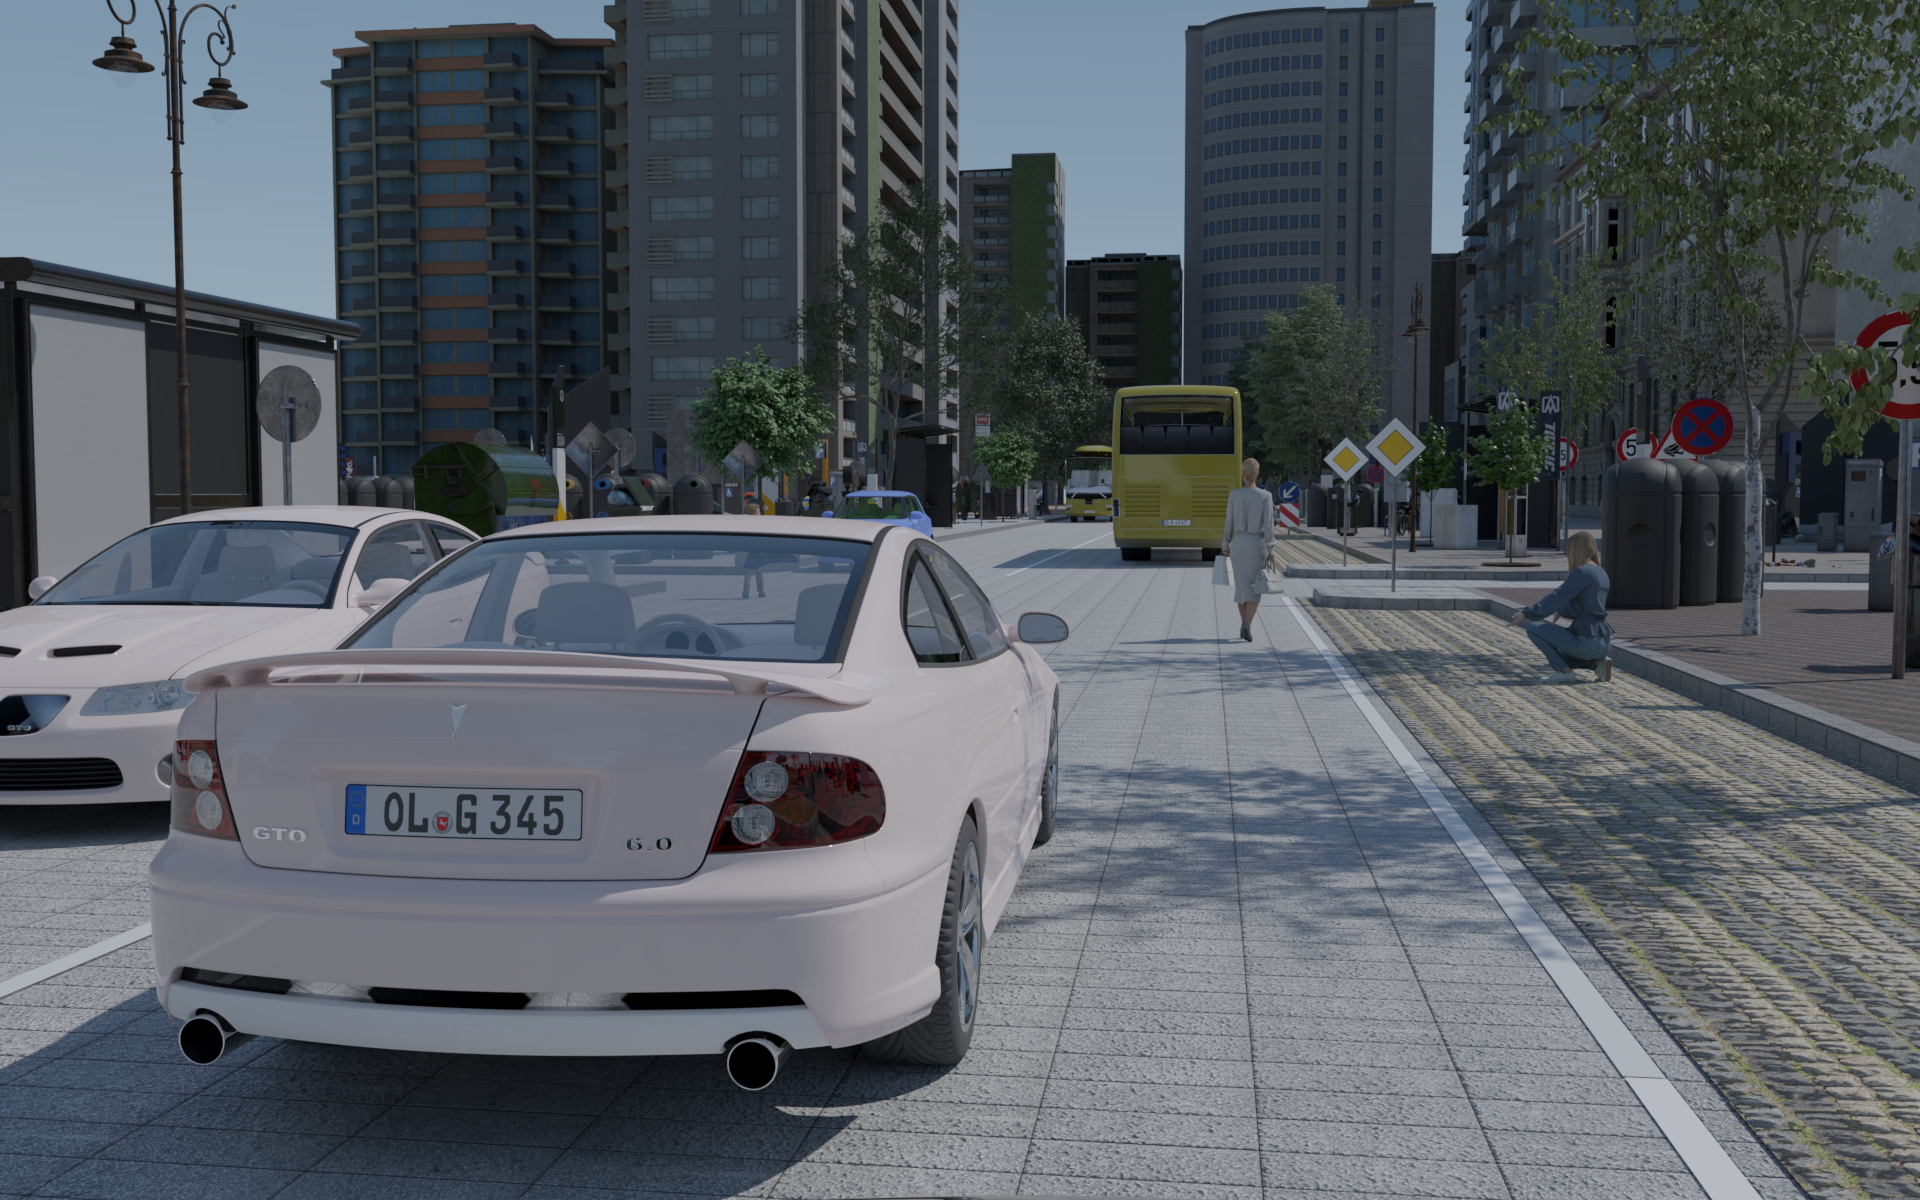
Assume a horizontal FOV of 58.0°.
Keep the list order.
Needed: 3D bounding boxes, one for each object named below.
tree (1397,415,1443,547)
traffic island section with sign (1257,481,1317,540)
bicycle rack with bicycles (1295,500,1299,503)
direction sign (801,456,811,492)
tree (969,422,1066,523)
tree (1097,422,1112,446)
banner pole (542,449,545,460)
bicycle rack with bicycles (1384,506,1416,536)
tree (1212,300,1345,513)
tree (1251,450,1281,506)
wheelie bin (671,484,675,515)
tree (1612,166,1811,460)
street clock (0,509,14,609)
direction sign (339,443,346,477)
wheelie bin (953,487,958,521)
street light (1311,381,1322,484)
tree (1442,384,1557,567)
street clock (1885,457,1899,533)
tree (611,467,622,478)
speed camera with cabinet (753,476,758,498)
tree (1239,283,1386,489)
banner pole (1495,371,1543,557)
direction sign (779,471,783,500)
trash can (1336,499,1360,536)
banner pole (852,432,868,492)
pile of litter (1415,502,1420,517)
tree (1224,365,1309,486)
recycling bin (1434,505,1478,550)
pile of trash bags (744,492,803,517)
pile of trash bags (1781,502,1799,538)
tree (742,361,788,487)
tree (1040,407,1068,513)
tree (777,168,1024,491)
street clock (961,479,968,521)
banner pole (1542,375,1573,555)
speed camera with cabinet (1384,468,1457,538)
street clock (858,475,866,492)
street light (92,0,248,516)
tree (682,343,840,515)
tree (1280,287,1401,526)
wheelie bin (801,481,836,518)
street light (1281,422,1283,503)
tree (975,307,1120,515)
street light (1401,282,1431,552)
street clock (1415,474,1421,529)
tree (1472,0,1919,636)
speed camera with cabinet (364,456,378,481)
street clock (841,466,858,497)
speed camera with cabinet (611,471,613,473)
[{"bbox_3d":[11.403,-2.922,42.384,1.663,3.219,1.824,0,3,0],"label":"tree"},{"bbox_3d":[10.288,-2.829,54.876,1.989,1.847,2.006,0,4,8],"label":"traffic island section with sign"},{"bbox_3d":[20.937,-5.500,103.303,2.852,0.926,2.925,1,4,20],"label":"bicycle rack with bicycles"},{"bbox_3d":[-8.969,-6.641,100.584,0.379,3.537,0.876,-3,5,-44],"label":"direction sign"},{"bbox_3d":[2.034,-5.813,78.748,4.285,4.588,4.351,0,3,0],"label":"tree"},{"bbox_3d":[15.133,-13.656,173.633,4.360,8.622,3.978,0,3,0],"label":"tree"},{"bbox_3d":[-23.186,-6.521,96.627,0.401,3.779,0.863,0,4,4],"label":"banner pole"},{"bbox_3d":[14.044,-2.429,53.095,2.852,0.926,2.925,3,5,39],"label":"bicycle rack with bicycles"},{"bbox_3d":[21.672,-12.775,115.521,9.857,13.997,8.962,0,3,0],"label":"tree"},{"bbox_3d":[26.161,-11.867,144.388,4.737,8.622,4.395,0,3,0],"label":"tree"},{"bbox_3d":[-8.485,-2.764,53.105,0.980,1.594,0.693,2,4,25],"label":"wheelie bin"},{"bbox_3d":[16.197,-5.309,37.171,4.360,8.622,3.978,0,3,0],"label":"tree"},{"bbox_3d":[-10.684,-0.897,19.243,0.471,2.002,0.358,2,4,27],"label":"street clock"},{"bbox_3d":[-27.820,-5.218,77.308,0.876,3.537,0.379,0,4,3],"label":"direction sign"},{"bbox_3d":[-0.536,-4.451,80.678,0.980,1.594,0.693,2,4,34],"label":"wheelie bin"},{"bbox_3d":[14.665,-6.022,71.245,0.468,5.910,1.993,0,4,8],"label":"street light"},{"bbox_3d":[9.684,-2.215,30.809,1.663,3.219,1.824,0,3,0],"label":"tree"},{"bbox_3d":[18.207,-1.775,33.592,0.471,2.002,0.358,3,5,45],"label":"street clock"},{"bbox_3d":[-20.062,-6.312,97.806,1.663,3.219,1.824,0,3,0],"label":"tree"},{"bbox_3d":[-8.122,-4.729,71.652,0.660,3.252,2.038,-1,4,-13],"label":"speed camera with cabinet"},{"bbox_3d":[18.937,-10.704,93.140,7.486,12.596,7.792,0,3,0],"label":"tree"},{"bbox_3d":[11.331,-2.777,35.415,0.863,3.779,0.401,0,4,-1],"label":"banner pole"},{"bbox_3d":[-6.622,-4.437,64.549,0.379,3.537,0.876,1,4,18],"label":"direction sign"},{"bbox_3d":[11.818,-2.519,52.837,0.748,1.137,0.748,0,3,0],"label":"trash can"},{"bbox_3d":[-4.085,-4.890,69.966,0.863,3.779,0.401,2,4,28],"label":"banner pole"},{"bbox_3d":[25.733,-5.148,98.138,1.176,0.858,1.719,-2,4,-28],"label":"pile of litter"},{"bbox_3d":[24.178,-12.931,137.172,9.928,11.665,9.643,0,3,0],"label":"tree"},{"bbox_3d":[11.467,-1.683,40.066,0.722,1.027,0.722,-2,4,-34],"label":"recycling bin"},{"bbox_3d":[-8.351,-4.315,80.302,3.447,1.369,1.912,0,4,-1],"label":"pile of trash bags"},{"bbox_3d":[24.029,-2.522,50.981,3.447,1.369,1.912,0,4,-2],"label":"pile of trash bags"},{"bbox_3d":[-11.035,-8.884,95.619,4.360,8.622,3.978,0,3,0],"label":"tree"},{"bbox_3d":[6.820,-10.276,118.368,4.360,8.622,3.978,0,3,0],"label":"tree"},{"bbox_3d":[-1.825,-7.037,49.463,7.601,10.594,8.767,1,4,17],"label":"tree"},{"bbox_3d":[0.218,-4.852,83.907,0.358,2.002,0.471,-1,4,-14],"label":"street clock"},{"bbox_3d":[12.683,-2.861,36.798,0.863,3.779,0.401,3,4,38],"label":"banner pole"},{"bbox_3d":[13.576,-3.468,51.033,2.038,3.252,0.660,1,4,22],"label":"speed camera with cabinet"},{"bbox_3d":[-3.742,-3.665,64.494,0.358,2.002,0.471,-3,5,-41],"label":"street clock"},{"bbox_3d":[-6.799,-2.588,15.102,0.468,5.910,1.993,0,4,8],"label":"street light"},{"bbox_3d":[-4.342,-3.295,37.586,4.285,4.588,4.351,0,3,0],"label":"tree"},{"bbox_3d":[13.431,-6.751,60.739,4.360,8.622,3.978,0,3,0],"label":"tree"},{"bbox_3d":[-3.527,-2.181,43.565,0.693,1.594,0.980,2,4,32],"label":"wheelie bin"},{"bbox_3d":[19.354,-8.024,103.981,0.468,5.910,1.993,0,4,8],"label":"street light"},{"bbox_3d":[5.257,-11.570,106.178,9.611,12.733,9.660,0,3,0],"label":"tree"},{"bbox_3d":[9.973,-3.988,37.987,0.468,5.910,1.993,0,4,8],"label":"street light"},{"bbox_3d":[16.503,-3.548,62.573,0.358,2.002,0.471,1,4,13],"label":"street clock"},{"bbox_3d":[7.001,-3.976,15.377,4.737,8.622,4.395,0,3,0],"label":"tree"},{"bbox_3d":[-30.635,-5.944,91.513,0.660,3.252,2.038,1,4,17],"label":"speed camera with cabinet"},{"bbox_3d":[-2.880,-2.433,44.342,0.358,2.002,0.471,0,4,-6],"label":"street clock"},{"bbox_3d":[-14.202,-4.360,65.627,2.038,3.252,0.660,0,4,5],"label":"speed camera with cabinet"}]
